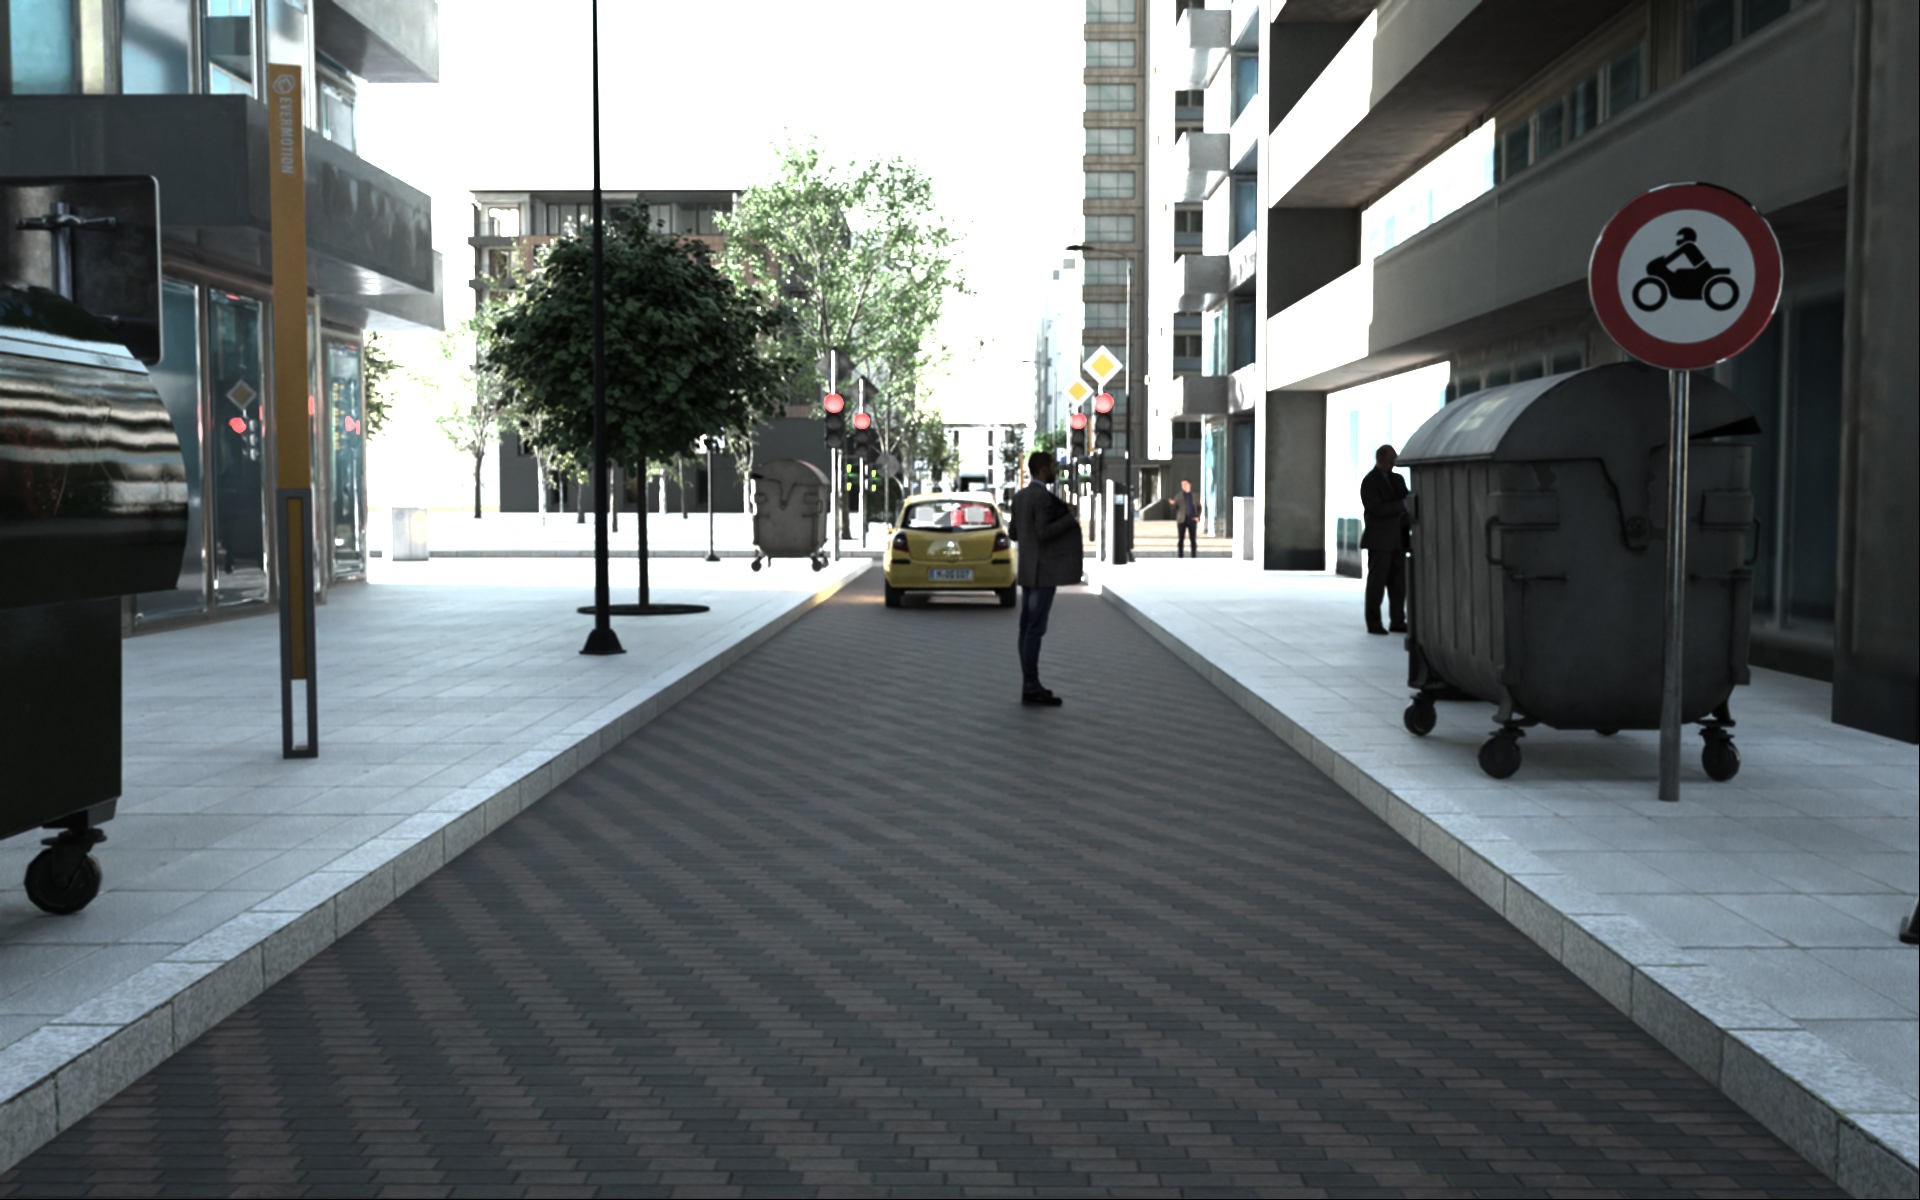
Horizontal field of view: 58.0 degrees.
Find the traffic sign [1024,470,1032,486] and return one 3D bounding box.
[{"bbox_3d":[3.542,-5.572,91.212,0.768,2.556,0.104,0,4,8],"label":"traffic sign"}]

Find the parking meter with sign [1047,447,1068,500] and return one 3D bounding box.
[{"bbox_3d":[3.385,-4.237,65.535,0.543,3.016,1.738,-2,4,-29],"label":"parking meter with sign"}]

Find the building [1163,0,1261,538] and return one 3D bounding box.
[{"bbox_3d":[21.714,-26.542,53.569,30.456,49.044,23.786,0,4,1],"label":"building"}]

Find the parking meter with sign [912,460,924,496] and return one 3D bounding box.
[{"bbox_3d":[-2.247,-5.657,88.751,0.543,3.016,1.738,0,4,8],"label":"parking meter with sign"}]

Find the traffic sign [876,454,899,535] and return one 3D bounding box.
[{"bbox_3d":[-2.318,-3.348,54.852,0.768,2.556,0.104,0,4,8],"label":"traffic sign"}]

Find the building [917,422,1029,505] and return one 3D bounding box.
[{"bbox_3d":[8.583,-16.220,207.351,28.070,9.664,9.099,0,4,1],"label":"building"}]

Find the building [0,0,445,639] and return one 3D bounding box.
[{"bbox_3d":[-21.340,-24.127,14.087,30.456,49.044,23.786,0,4,1],"label":"building"}]

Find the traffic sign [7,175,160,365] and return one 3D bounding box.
[{"bbox_3d":[-2.879,-0.213,5.610,0.606,2.300,0.079,0,4,3],"label":"traffic sign"}]

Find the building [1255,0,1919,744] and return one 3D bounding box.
[{"bbox_3d":[15.630,-24.102,17.773,21.300,48.544,21.600,0,4,1],"label":"building"}]

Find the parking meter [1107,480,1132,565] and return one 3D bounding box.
[{"bbox_3d":[2.851,-1.409,31.447,0.372,1.533,0.369,0,3,0],"label":"parking meter"}]

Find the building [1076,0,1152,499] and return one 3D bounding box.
[{"bbox_3d":[14.196,-25.959,108.019,14.154,41.232,14.086,0,4,1],"label":"building"}]

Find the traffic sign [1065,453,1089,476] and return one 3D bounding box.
[{"bbox_3d":[3.419,-3.063,50.181,0.768,2.556,0.104,0,4,4],"label":"traffic sign"}]

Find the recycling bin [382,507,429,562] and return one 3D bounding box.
[{"bbox_3d":[-10.674,-1.272,33.349,0.722,1.027,0.722,-2,4,-30],"label":"recycling bin"}]

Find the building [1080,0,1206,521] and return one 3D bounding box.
[{"bbox_3d":[22.701,-24.287,88.969,32.217,40.220,23.993,0,4,1],"label":"building"}]

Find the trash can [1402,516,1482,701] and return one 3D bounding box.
[{"bbox_3d":[3.151,0.043,10.944,0.748,1.137,0.748,0,3,0],"label":"trash can"}]

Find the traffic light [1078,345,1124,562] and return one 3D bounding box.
[{"bbox_3d":[2.666,-2.680,32.734,0.839,4.253,0.868,0,4,1],"label":"traffic light"}]

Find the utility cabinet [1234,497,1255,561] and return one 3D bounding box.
[{"bbox_3d":[5.810,-1.367,33.511,1.020,1.237,0.306,-2,4,-24],"label":"utility cabinet"}]

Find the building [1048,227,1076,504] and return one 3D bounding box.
[{"bbox_3d":[14.614,-16.632,128.359,16.016,20.091,11.380,0,4,1],"label":"building"}]

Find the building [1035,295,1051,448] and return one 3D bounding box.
[{"bbox_3d":[15.944,-18.082,162.090,16.747,18.905,31.486,0,4,1],"label":"building"}]

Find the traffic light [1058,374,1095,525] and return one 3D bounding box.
[{"bbox_3d":[2.738,-3.168,40.719,0.839,4.253,0.868,0,4,1],"label":"traffic light"}]

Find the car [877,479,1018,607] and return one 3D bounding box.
[{"bbox_3d":[-0.138,-0.808,23.440,2.015,1.641,3.980,0,4,-1],"label":"car"}]

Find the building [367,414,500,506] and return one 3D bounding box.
[{"bbox_3d":[-51.422,-14.881,185.459,28.070,9.664,9.099,0,4,1],"label":"building"}]

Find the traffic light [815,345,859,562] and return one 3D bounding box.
[{"bbox_3d":[-2.336,-2.681,32.763,0.839,4.253,0.868,0,4,1],"label":"traffic light"}]

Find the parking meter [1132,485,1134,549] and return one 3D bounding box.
[{"bbox_3d":[3.860,-1.950,40.301,0.372,1.533,0.369,0,3,0],"label":"parking meter"}]

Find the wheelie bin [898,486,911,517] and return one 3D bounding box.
[{"bbox_3d":[-2.453,-3.883,71.390,0.980,1.594,0.693,-2,4,-30],"label":"wheelie bin"}]

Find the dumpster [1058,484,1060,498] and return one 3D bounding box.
[{"bbox_3d":[3.495,-3.953,70.392,1.264,1.857,1.865,0,4,0],"label":"dumpster"}]

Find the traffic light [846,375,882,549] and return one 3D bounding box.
[{"bbox_3d":[-2.263,-3.170,40.748,0.839,4.253,0.868,0,4,1],"label":"traffic light"}]

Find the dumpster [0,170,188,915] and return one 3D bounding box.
[{"bbox_3d":[-3.151,-0.119,4.441,1.502,2.255,1.985,0,4,1],"label":"dumpster"}]

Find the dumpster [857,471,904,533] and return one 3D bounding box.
[{"bbox_3d":[-2.650,-3.379,57.747,1.502,2.255,1.985,0,4,1],"label":"dumpster"}]

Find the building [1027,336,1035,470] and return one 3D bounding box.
[{"bbox_3d":[15.230,-20.002,183.453,16.016,20.091,11.380,0,4,1],"label":"building"}]

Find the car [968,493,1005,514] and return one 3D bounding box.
[{"bbox_3d":[0.640,-3.477,65.897,2.155,1.783,4.494,0,4,2],"label":"car"}]

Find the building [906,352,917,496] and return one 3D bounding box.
[{"bbox_3d":[-20.988,-20.261,175.234,32.646,21.610,27.936,0,4,1],"label":"building"}]

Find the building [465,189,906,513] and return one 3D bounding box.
[{"bbox_3d":[-18.971,-17.648,132.520,27.936,21.610,32.646,0,4,1],"label":"building"}]

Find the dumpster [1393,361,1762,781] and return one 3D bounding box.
[{"bbox_3d":[2.950,-0.164,8.446,1.264,1.857,1.865,0,4,0],"label":"dumpster"}]

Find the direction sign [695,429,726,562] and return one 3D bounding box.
[{"bbox_3d":[-4.735,-2.500,32.878,0.876,3.537,0.379,3,5,44],"label":"direction sign"}]

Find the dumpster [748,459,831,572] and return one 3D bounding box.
[{"bbox_3d":[-2.869,-1.433,29.196,1.264,1.857,1.865,0,4,0],"label":"dumpster"}]

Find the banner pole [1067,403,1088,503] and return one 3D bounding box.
[{"bbox_3d":[3.162,-3.513,47.447,0.863,3.779,0.401,3,5,45],"label":"banner pole"}]

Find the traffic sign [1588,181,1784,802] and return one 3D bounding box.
[{"bbox_3d":[2.971,-0.433,7.180,0.768,2.556,0.104,0,4,6],"label":"traffic sign"}]
